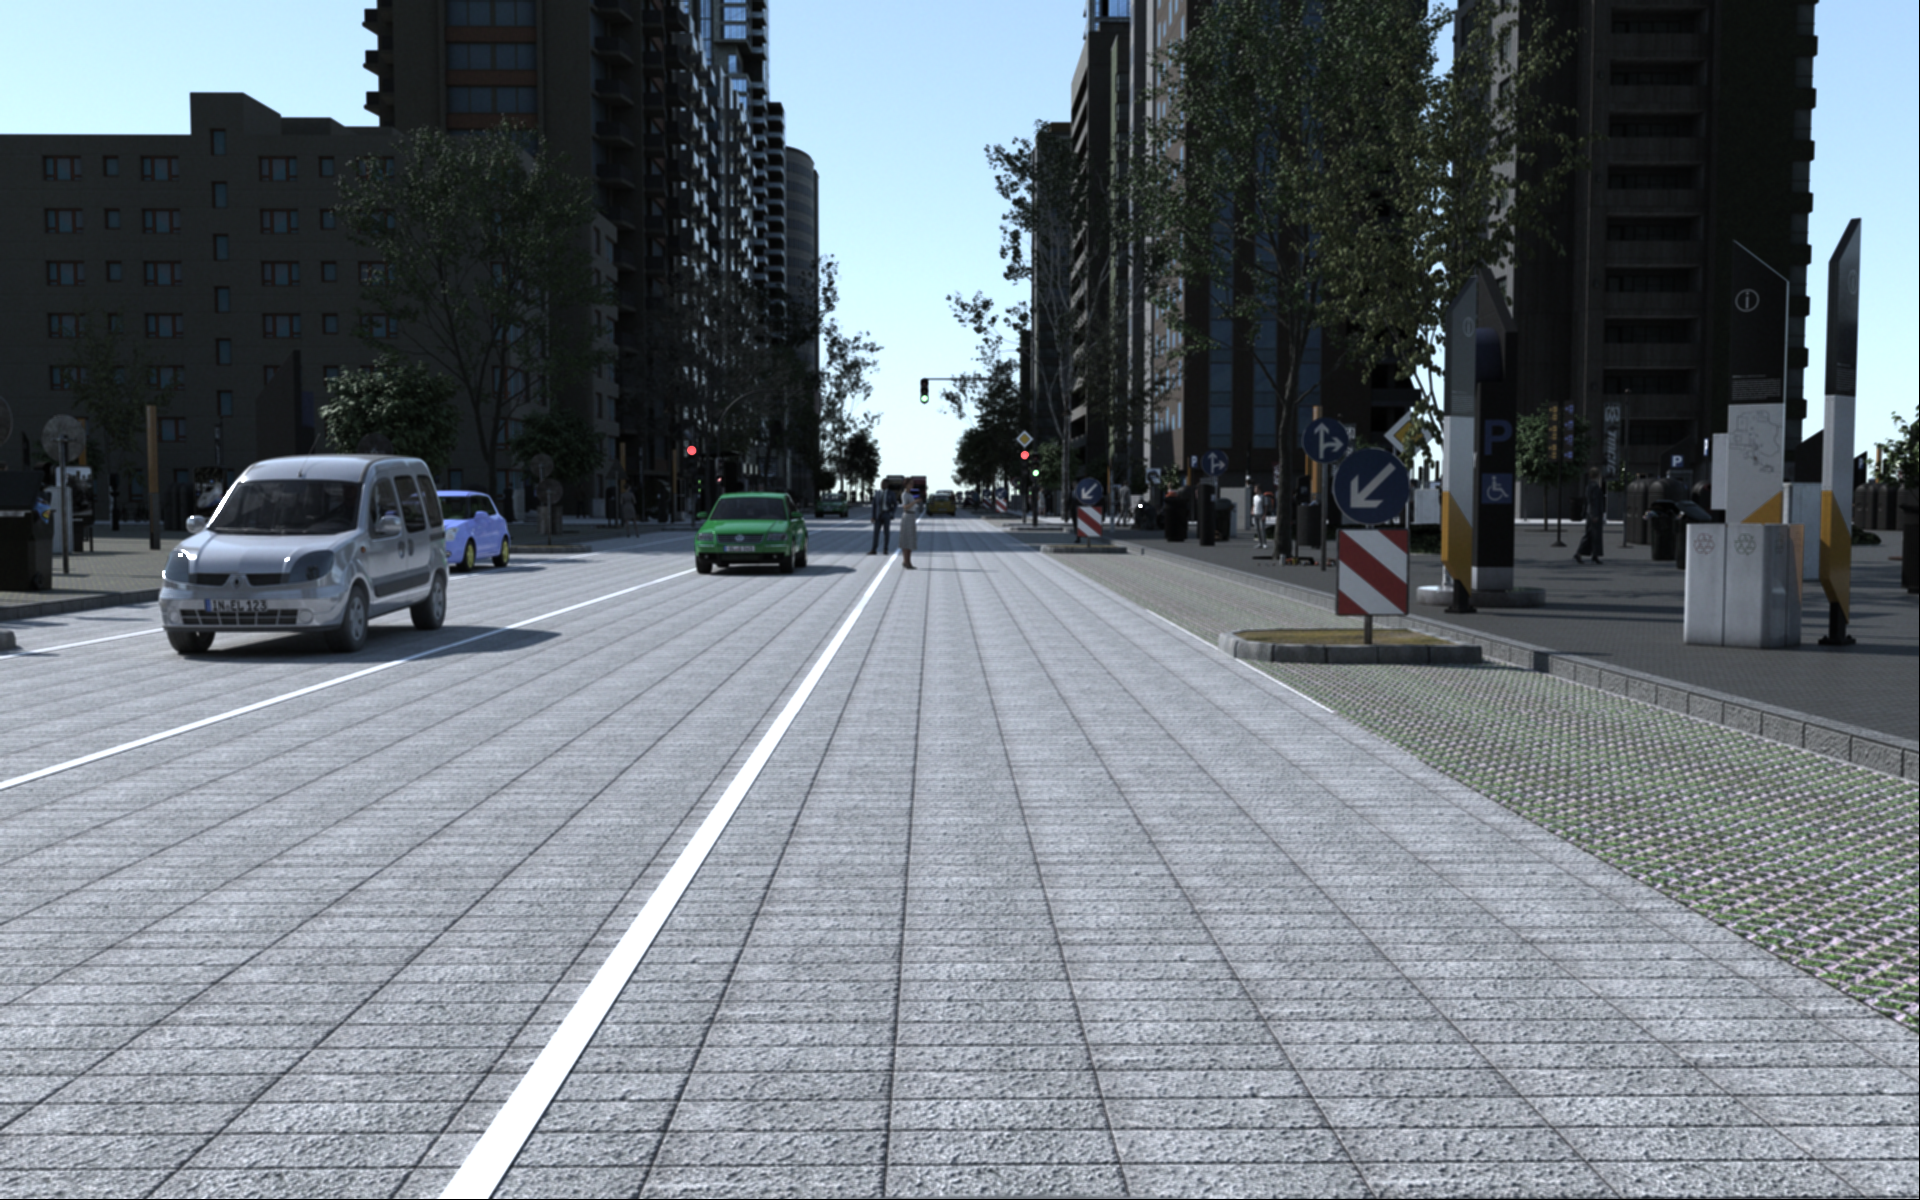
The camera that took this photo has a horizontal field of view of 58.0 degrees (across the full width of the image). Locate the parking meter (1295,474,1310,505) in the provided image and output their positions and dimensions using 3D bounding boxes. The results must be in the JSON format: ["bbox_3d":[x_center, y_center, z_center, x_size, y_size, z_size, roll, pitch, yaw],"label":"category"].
[{"bbox_3d":[10.203,-2.806,51.589,0.399,1.863,0.255,0,4,2],"label":"parking meter"}]

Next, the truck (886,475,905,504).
[{"bbox_3d":[-9.775,-16.680,261.635,2.839,4.237,11.283,0,4,0],"label":"truck"}]

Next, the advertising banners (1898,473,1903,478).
[{"bbox_3d":[72.148,-8.298,131.863,0.090,3.025,2.074,-1,4,-12],"label":"advertising banners"}]

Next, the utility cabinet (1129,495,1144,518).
[{"bbox_3d":[9.328,-4.945,92.008,0.306,1.237,1.020,-2,4,-33],"label":"utility cabinet"}]

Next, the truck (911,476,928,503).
[{"bbox_3d":[-6.520,-17.327,272.208,2.839,4.237,11.283,0,4,-2],"label":"truck"}]

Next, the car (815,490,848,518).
[{"bbox_3d":[-7.855,-5.948,106.038,1.959,1.807,4.718,0,4,1],"label":"car"}]

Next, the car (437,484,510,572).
[{"bbox_3d":[-9.792,-1.422,32.847,1.945,1.707,3.694,0,4,0],"label":"car"}]

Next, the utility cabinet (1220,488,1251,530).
[{"bbox_3d":[9.733,-3.211,61.183,0.318,1.500,1.173,-3,5,-40],"label":"utility cabinet"}]

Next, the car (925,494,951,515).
[{"bbox_3d":[-1.508,-6.948,122.390,1.959,1.807,4.718,0,4,-2],"label":"car"}]

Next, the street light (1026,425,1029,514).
[{"bbox_3d":[4.434,-8.611,113.569,0.468,5.910,1.993,0,4,-1],"label":"street light"}]

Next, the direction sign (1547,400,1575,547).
[{"bbox_3d":[14.648,-3.074,42.265,0.379,3.537,0.876,-2,4,-24],"label":"direction sign"}]

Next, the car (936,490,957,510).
[{"bbox_3d":[-1.371,-9.093,157.345,2.281,1.827,5.304,0,4,0],"label":"car"}]

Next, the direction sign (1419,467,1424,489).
[{"bbox_3d":[37.972,-9.181,142.103,0.379,3.537,0.876,-2,4,-35],"label":"direction sign"}]

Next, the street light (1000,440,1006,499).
[{"bbox_3d":[3.725,-11.180,155.588,0.468,5.910,1.993,0,4,-1],"label":"street light"}]

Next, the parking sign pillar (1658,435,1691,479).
[{"bbox_3d":[32.979,-5.600,80.027,1.447,3.967,1.447,1,4,12],"label":"parking sign pillar"}]

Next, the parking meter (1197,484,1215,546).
[{"bbox_3d":[6.137,-2.112,42.946,0.372,1.533,0.369,0,3,0],"label":"parking meter"}]

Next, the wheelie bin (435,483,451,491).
[{"bbox_3d":[-15.605,-2.680,51.718,0.980,1.594,0.693,2,4,31],"label":"wheelie bin"}]

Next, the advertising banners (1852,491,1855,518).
[{"bbox_3d":[42.240,-5.315,83.090,2.074,3.025,0.090,0,4,-1],"label":"advertising banners"}]

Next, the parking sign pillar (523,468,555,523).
[{"bbox_3d":[-18.781,-5.435,77.342,1.447,3.967,1.447,1,4,19],"label":"parking sign pillar"}]

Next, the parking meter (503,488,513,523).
[{"bbox_3d":[-20.044,-4.182,76.789,0.372,1.533,0.369,0,3,0],"label":"parking meter"}]

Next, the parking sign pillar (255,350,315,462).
[{"bbox_3d":[-12.828,-2.720,32.947,1.447,3.967,1.447,3,4,36],"label":"parking sign pillar"}]

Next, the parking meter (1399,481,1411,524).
[{"bbox_3d":[15.922,-3.437,61.907,0.399,1.863,0.255,-3,5,-43],"label":"parking meter"}]

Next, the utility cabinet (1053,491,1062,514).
[{"bbox_3d":[6.301,-6.247,110.825,0.318,1.500,1.173,-1,4,-16],"label":"utility cabinet"}]

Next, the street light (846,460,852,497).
[{"bbox_3d":[-14.734,-15.461,225.577,0.468,5.910,1.993,0,4,-1],"label":"street light"}]

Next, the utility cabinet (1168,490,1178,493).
[{"bbox_3d":[11.723,-5.155,92.961,1.173,1.500,0.318,-2,4,-27],"label":"utility cabinet"}]

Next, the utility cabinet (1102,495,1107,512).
[{"bbox_3d":[10.236,-6.975,125.204,0.306,1.237,1.020,-2,4,-25],"label":"utility cabinet"}]

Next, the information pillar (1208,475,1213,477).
[{"bbox_3d":[14.207,-6.497,97.578,0.183,3.616,0.504,-3,5,-40],"label":"information pillar"}]

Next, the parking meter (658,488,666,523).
[{"bbox_3d":[-13.275,-4.205,77.163,0.372,1.533,0.369,0,3,0],"label":"parking meter"}]

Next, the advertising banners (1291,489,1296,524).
[{"bbox_3d":[11.107,-3.780,57.991,0.090,3.025,2.074,0,4,-4],"label":"advertising banners"}]

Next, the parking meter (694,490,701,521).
[{"bbox_3d":[-12.661,-4.579,83.275,0.372,1.533,0.369,0,3,0],"label":"parking meter"}]

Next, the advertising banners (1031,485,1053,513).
[{"bbox_3d":[5.707,-7.327,115.982,0.090,3.025,2.074,-3,5,-41],"label":"advertising banners"}]

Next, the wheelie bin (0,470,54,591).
[{"bbox_3d":[-12.544,-0.930,23.107,0.980,1.594,0.693,0,4,-1],"label":"wheelie bin"}]

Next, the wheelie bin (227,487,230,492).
[{"bbox_3d":[-31.875,-4.137,75.549,0.980,1.594,0.693,-1,4,-19],"label":"wheelie bin"}]

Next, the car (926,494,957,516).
[{"bbox_3d":[-1.204,-6.303,113.283,2.015,1.641,3.980,0,4,-2],"label":"car"}]

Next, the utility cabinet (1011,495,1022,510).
[{"bbox_3d":[4.635,-7.901,140.340,1.020,1.237,0.306,1,4,20],"label":"utility cabinet"}]

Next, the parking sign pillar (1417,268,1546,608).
[{"bbox_3d":[6.080,-1.935,20.108,1.447,3.967,1.447,0,4,3],"label":"parking sign pillar"}]

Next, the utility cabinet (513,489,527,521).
[{"bbox_3d":[-20.870,-4.540,82.900,0.318,1.500,1.173,2,4,28],"label":"utility cabinet"}]

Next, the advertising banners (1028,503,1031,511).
[{"bbox_3d":[5.702,-8.526,135.592,0.090,3.025,2.074,2,4,31],"label":"advertising banners"}]

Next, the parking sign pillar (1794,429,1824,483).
[{"bbox_3d":[32.490,-4.735,65.888,1.447,3.967,1.447,3,4,36],"label":"parking sign pillar"}]

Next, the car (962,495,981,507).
[{"bbox_3d":[1.223,-10.440,183.267,1.945,1.354,3.894,0,4,-1],"label":"car"}]

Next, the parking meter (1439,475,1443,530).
[{"bbox_3d":[12.410,-2.347,44.079,0.399,1.863,0.255,0,4,2],"label":"parking meter"}]

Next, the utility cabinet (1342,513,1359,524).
[{"bbox_3d":[14.143,-3.162,62.856,1.020,1.237,0.306,-1,4,-11],"label":"utility cabinet"}]

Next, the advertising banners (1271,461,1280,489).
[{"bbox_3d":[17.491,-5.833,91.557,2.074,3.025,0.090,0,4,7],"label":"advertising banners"}]

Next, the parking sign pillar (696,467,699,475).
[{"bbox_3d":[-18.609,-8.385,125.566,1.447,3.967,1.447,-3,5,-41],"label":"parking sign pillar"}]

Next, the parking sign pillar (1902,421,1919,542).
[{"bbox_3d":[25.627,-3.487,45.479,1.447,3.967,1.447,-1,4,-22],"label":"parking sign pillar"}]

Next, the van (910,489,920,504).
[{"bbox_3d":[-6.110,-13.470,224.615,2.240,2.365,5.245,0,4,-3],"label":"van"}]

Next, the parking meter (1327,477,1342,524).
[{"bbox_3d":[11.288,-2.842,52.178,0.399,1.863,0.255,2,4,28],"label":"parking meter"}]

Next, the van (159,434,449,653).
[{"bbox_3d":[-6.307,-0.609,16.971,2.013,2.044,4.112,0,4,-1],"label":"van"}]

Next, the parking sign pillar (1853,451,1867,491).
[{"bbox_3d":[55.570,-7.286,107.601,1.447,3.967,1.447,2,4,27],"label":"parking sign pillar"}]

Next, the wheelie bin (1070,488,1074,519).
[{"bbox_3d":[6.021,-5.080,90.961,0.693,1.594,0.980,0,4,-8],"label":"wheelie bin"}]

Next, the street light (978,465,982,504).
[{"bbox_3d":[2.595,-16.202,237.692,0.468,5.910,1.993,0,4,-1],"label":"street light"}]

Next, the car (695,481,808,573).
[{"bbox_3d":[-3.892,-1.461,32.681,1.959,1.807,4.718,0,4,-1],"label":"car"}]

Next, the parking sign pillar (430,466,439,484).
[{"bbox_3d":[-20.538,-4.737,65.915,1.447,3.967,1.447,0,4,2],"label":"parking sign pillar"}]
